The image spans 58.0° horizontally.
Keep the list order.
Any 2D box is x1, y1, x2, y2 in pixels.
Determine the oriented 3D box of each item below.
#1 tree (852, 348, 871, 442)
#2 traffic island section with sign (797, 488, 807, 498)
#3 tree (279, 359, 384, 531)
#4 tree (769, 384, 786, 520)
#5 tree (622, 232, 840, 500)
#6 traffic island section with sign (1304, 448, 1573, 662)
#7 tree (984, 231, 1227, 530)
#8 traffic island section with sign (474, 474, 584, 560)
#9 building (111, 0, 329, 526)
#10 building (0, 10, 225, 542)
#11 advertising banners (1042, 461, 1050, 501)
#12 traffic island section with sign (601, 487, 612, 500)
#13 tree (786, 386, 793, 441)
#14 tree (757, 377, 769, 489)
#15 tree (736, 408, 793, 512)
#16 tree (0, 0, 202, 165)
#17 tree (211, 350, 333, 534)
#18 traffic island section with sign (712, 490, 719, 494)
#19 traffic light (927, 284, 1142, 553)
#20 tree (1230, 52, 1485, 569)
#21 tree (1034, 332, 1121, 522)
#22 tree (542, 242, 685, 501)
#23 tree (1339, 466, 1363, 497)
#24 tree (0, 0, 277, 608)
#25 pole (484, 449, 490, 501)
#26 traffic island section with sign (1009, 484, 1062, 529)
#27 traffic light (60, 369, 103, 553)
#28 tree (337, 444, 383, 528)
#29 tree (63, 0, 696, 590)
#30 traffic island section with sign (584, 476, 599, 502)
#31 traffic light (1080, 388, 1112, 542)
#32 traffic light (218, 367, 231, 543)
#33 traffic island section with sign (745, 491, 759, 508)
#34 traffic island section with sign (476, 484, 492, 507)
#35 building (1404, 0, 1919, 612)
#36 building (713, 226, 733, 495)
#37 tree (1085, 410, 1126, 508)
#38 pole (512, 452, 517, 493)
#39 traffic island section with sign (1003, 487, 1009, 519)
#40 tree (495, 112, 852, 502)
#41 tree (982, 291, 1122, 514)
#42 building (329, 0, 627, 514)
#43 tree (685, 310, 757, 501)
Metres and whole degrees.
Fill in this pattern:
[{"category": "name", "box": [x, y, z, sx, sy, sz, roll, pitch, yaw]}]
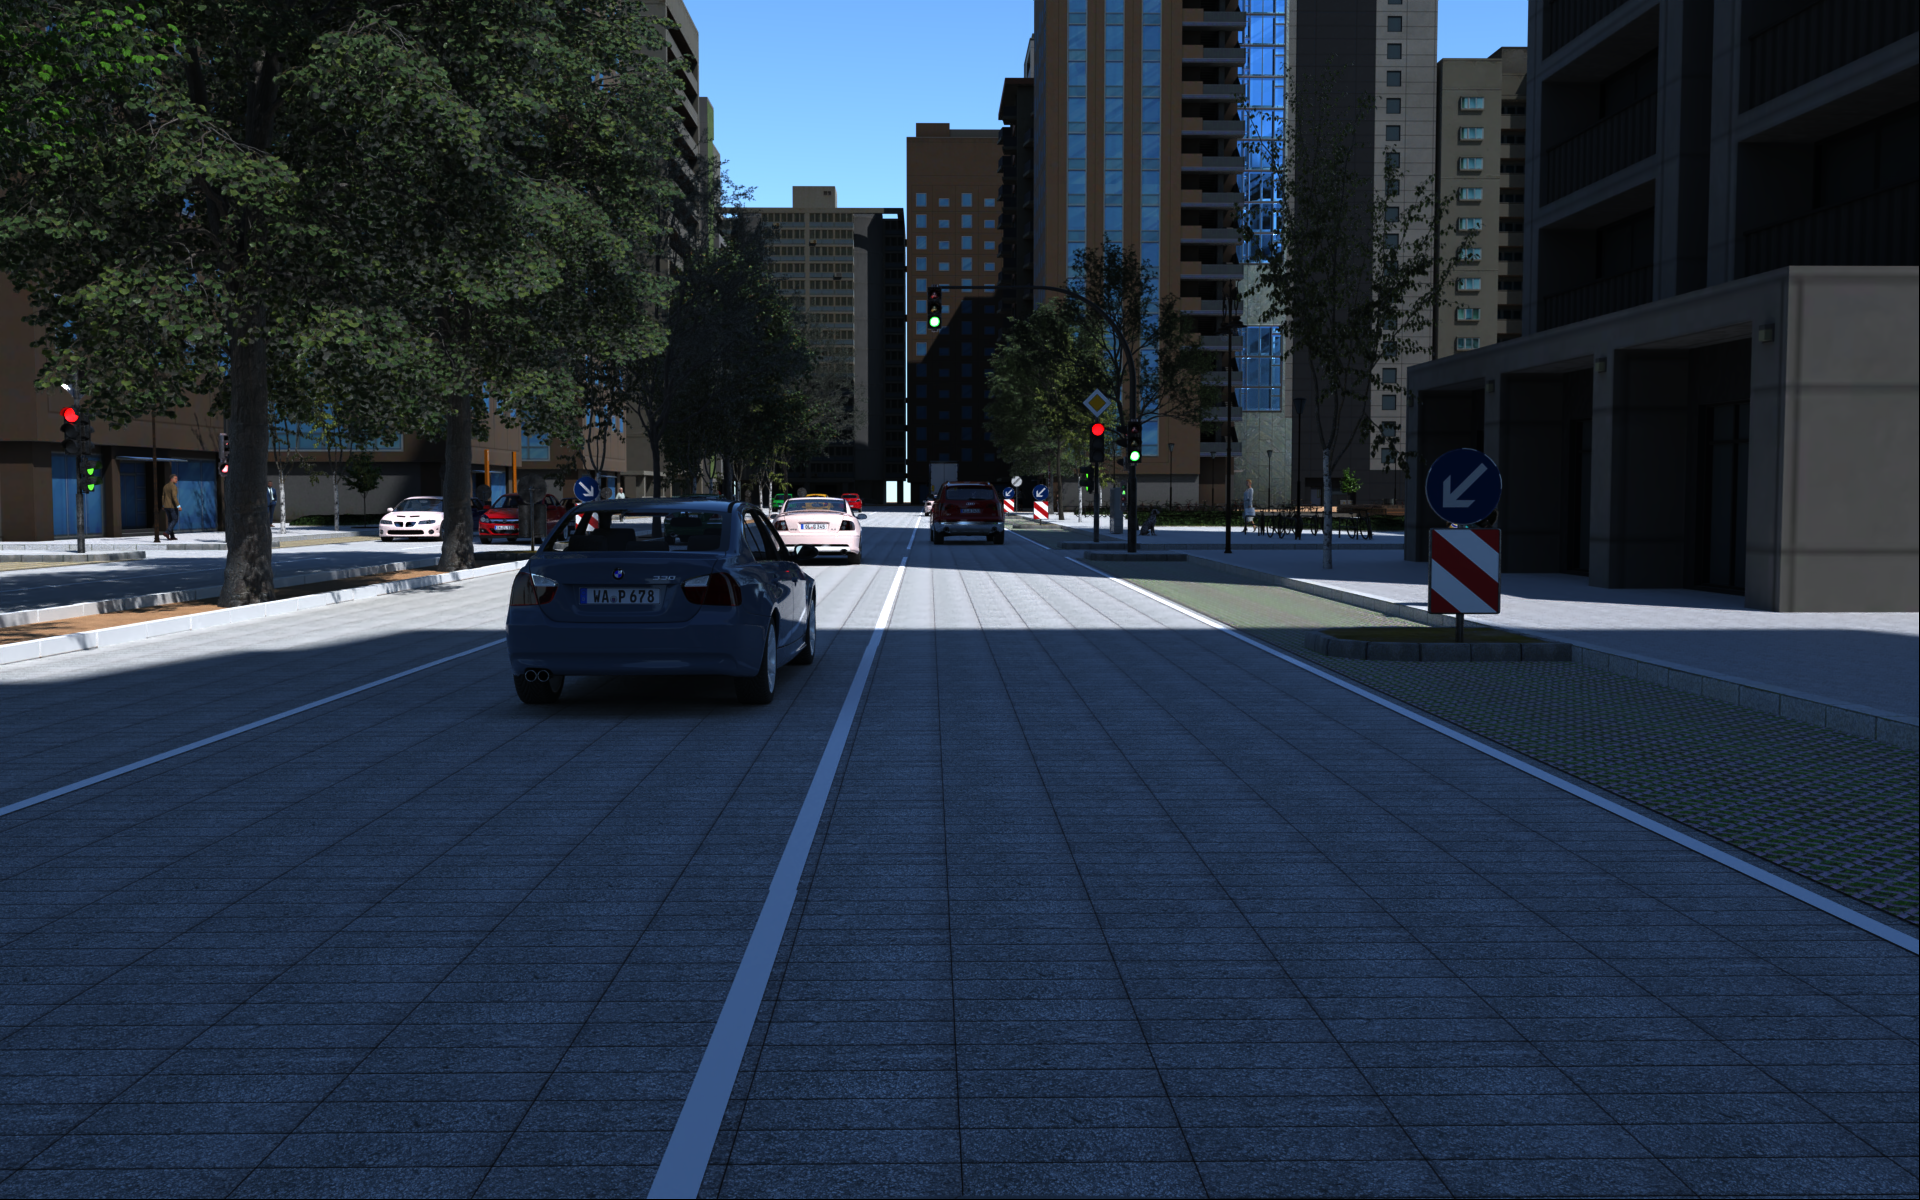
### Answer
[{"category": "tree", "box": [-10.396, -11.644, 103.198, 12.009, 13.543, 11.850, 0, 3, 0]}, {"category": "traffic island section with sign", "box": [-11.057, -6.881, 120.641, 2.006, 1.907, 1.989, 0, 4, -1]}, {"category": "tree", "box": [-21.775, -6.721, 60.245, 4.737, 8.622, 4.395, 0, 3, 0]}, {"category": "tree", "box": [-10.607, -7.933, 82.531, 4.360, 8.622, 3.978, 0, 3, 0]}, {"category": "tree", "box": [-10.141, -9.534, 75.341, 9.611, 12.733, 9.660, 0, 3, 0]}, {"category": "traffic island section with sign", "box": [4.207, -0.430, 15.654, 1.989, 1.847, 2.006, 0, 4, -1]}, {"category": "tree", "box": [6.012, -7.766, 61.391, 8.767, 10.594, 7.601, -3, 4, -38]}, {"category": "traffic island section with sign", "box": [-9.552, -1.833, 38.108, 2.006, 1.907, 1.989, 0, 4, -1]}, {"category": "building", "box": [-29.618, -26.407, 81.871, 14.600, 45.320, 14.200, 0, 4, -1]}, {"category": "building", "box": [-31.590, -24.572, 51.858, 14.600, 45.320, 14.200, 0, 4, -1]}, {"category": "advertising banners", "box": [4.581, -5.883, 92.379, 0.090, 3.025, 2.074, -1, 4, -9]}, {"category": "traffic island section with sign", "box": [-19.898, -5.425, 97.330, 1.989, 1.847, 2.006, 0, 4, -1]}, {"category": "tree", "box": [-10.278, -8.611, 93.616, 4.360, 8.622, 3.978, 0, 3, 0]}, {"category": "tree", "box": [-9.873, -7.069, 68.397, 4.360, 8.622, 3.978, 0, 3, 0]}, {"category": "tree", "box": [-10.227, -8.328, 88.976, 4.737, 8.622, 4.395, 0, 3, 0]}, {"category": "tree", "box": [-8.827, -5.098, 11.568, 9.928, 11.665, 9.643, 0, 3, 0]}, {"category": "tree", "box": [-21.745, -6.415, 55.242, 4.360, 8.622, 3.978, 0, 3, 0]}, {"category": "traffic island section with sign", "box": [-20.823, -8.490, 147.432, 1.989, 1.847, 2.006, 0, 4, -1]}, {"category": "traffic light", "box": [1.666, -3.862, 37.818, 4.771, 5.953, 1.251, 0, 4, -1]}, {"category": "tree", "box": [6.367, -4.828, 29.299, 4.360, 8.622, 3.978, 0, 3, 0]}, {"category": "tree", "box": [5.426, -7.814, 78.122, 4.737, 8.622, 4.395, 0, 3, 0]}, {"category": "tree", "box": [-9.927, -5.785, 47.402, 4.360, 8.622, 3.978, 0, 3, 0]}, {"category": "tree", "box": [25.560, -7.329, 114.426, 1.663, 3.219, 1.824, 0, 3, 0]}, {"category": "tree", "box": [-9.048, -6.883, 21.643, 9.857, 13.997, 8.962, 0, 3, 0]}, {"category": "pole", "box": [-21.637, -5.225, 79.264, 0.158, 3.312, 0.155, 0, 3, 0]}, {"category": "traffic island section with sign", "box": [3.192, -3.861, 71.758, 1.989, 1.847, 2.006, 0, 4, -1]}, {"category": "traffic light", "box": [-19.101, -2.975, 37.566, 0.839, 4.253, 0.868, 0, 4, -1]}, {"category": "tree", "box": [-22.534, -4.312, 65.102, 1.663, 3.219, 1.824, 0, 3, 0]}, {"category": "tree", "box": [-9.279, -7.490, 31.579, 9.857, 13.997, 8.962, 0, 3, 0]}, {"category": "traffic island section with sign", "box": [-9.677, -2.286, 45.515, 2.006, 1.907, 1.989, 0, 4, -1]}, {"category": "traffic light", "box": [3.611, -3.490, 45.981, 0.839, 4.253, 0.868, 0, 4, -1]}, {"category": "traffic light", "box": [-17.156, -4.340, 45.623, 4.771, 5.953, 1.251, 0, 4, -1]}, {"category": "traffic island section with sign", "box": [-21.302, -10.138, 174.383, 1.989, 1.847, 2.006, 0, 4, -1]}, {"category": "traffic island section with sign", "box": [-19.410, -3.771, 70.289, 1.989, 1.847, 2.006, 0, 4, -1]}, {"category": "building", "box": [18.991, -35.660, 21.297, 20.563, 71.187, 20.611, 0, 4, -1]}, {"category": "building", "box": [-32.139, -25.479, 188.290, 14.107, 30.474, 14.160, 0, 4, -1]}, {"category": "tree", "box": [9.729, -10.286, 118.535, 4.360, 8.622, 3.978, 0, 3, 0]}, {"category": "pole", "box": [-21.464, -5.480, 83.439, 0.158, 3.312, 0.155, 0, 3, 0]}, {"category": "traffic island section with sign", "box": [2.674, -5.584, 99.931, 1.989, 1.847, 2.006, 0, 4, -1]}, {"category": "tree", "box": [-9.775, -8.728, 55.527, 12.009, 13.543, 11.850, 0, 3, 0]}, {"category": "tree", "box": [5.557, -12.377, 109.017, 9.857, 13.997, 8.962, 0, 3, 0]}, {"category": "building", "box": [-28.423, -27.764, 104.055, 14.600, 45.320, 14.200, 0, 4, -1]}, {"category": "tree", "box": [-9.838, -6.797, 63.945, 4.360, 8.622, 3.978, 0, 3, 0]}]
